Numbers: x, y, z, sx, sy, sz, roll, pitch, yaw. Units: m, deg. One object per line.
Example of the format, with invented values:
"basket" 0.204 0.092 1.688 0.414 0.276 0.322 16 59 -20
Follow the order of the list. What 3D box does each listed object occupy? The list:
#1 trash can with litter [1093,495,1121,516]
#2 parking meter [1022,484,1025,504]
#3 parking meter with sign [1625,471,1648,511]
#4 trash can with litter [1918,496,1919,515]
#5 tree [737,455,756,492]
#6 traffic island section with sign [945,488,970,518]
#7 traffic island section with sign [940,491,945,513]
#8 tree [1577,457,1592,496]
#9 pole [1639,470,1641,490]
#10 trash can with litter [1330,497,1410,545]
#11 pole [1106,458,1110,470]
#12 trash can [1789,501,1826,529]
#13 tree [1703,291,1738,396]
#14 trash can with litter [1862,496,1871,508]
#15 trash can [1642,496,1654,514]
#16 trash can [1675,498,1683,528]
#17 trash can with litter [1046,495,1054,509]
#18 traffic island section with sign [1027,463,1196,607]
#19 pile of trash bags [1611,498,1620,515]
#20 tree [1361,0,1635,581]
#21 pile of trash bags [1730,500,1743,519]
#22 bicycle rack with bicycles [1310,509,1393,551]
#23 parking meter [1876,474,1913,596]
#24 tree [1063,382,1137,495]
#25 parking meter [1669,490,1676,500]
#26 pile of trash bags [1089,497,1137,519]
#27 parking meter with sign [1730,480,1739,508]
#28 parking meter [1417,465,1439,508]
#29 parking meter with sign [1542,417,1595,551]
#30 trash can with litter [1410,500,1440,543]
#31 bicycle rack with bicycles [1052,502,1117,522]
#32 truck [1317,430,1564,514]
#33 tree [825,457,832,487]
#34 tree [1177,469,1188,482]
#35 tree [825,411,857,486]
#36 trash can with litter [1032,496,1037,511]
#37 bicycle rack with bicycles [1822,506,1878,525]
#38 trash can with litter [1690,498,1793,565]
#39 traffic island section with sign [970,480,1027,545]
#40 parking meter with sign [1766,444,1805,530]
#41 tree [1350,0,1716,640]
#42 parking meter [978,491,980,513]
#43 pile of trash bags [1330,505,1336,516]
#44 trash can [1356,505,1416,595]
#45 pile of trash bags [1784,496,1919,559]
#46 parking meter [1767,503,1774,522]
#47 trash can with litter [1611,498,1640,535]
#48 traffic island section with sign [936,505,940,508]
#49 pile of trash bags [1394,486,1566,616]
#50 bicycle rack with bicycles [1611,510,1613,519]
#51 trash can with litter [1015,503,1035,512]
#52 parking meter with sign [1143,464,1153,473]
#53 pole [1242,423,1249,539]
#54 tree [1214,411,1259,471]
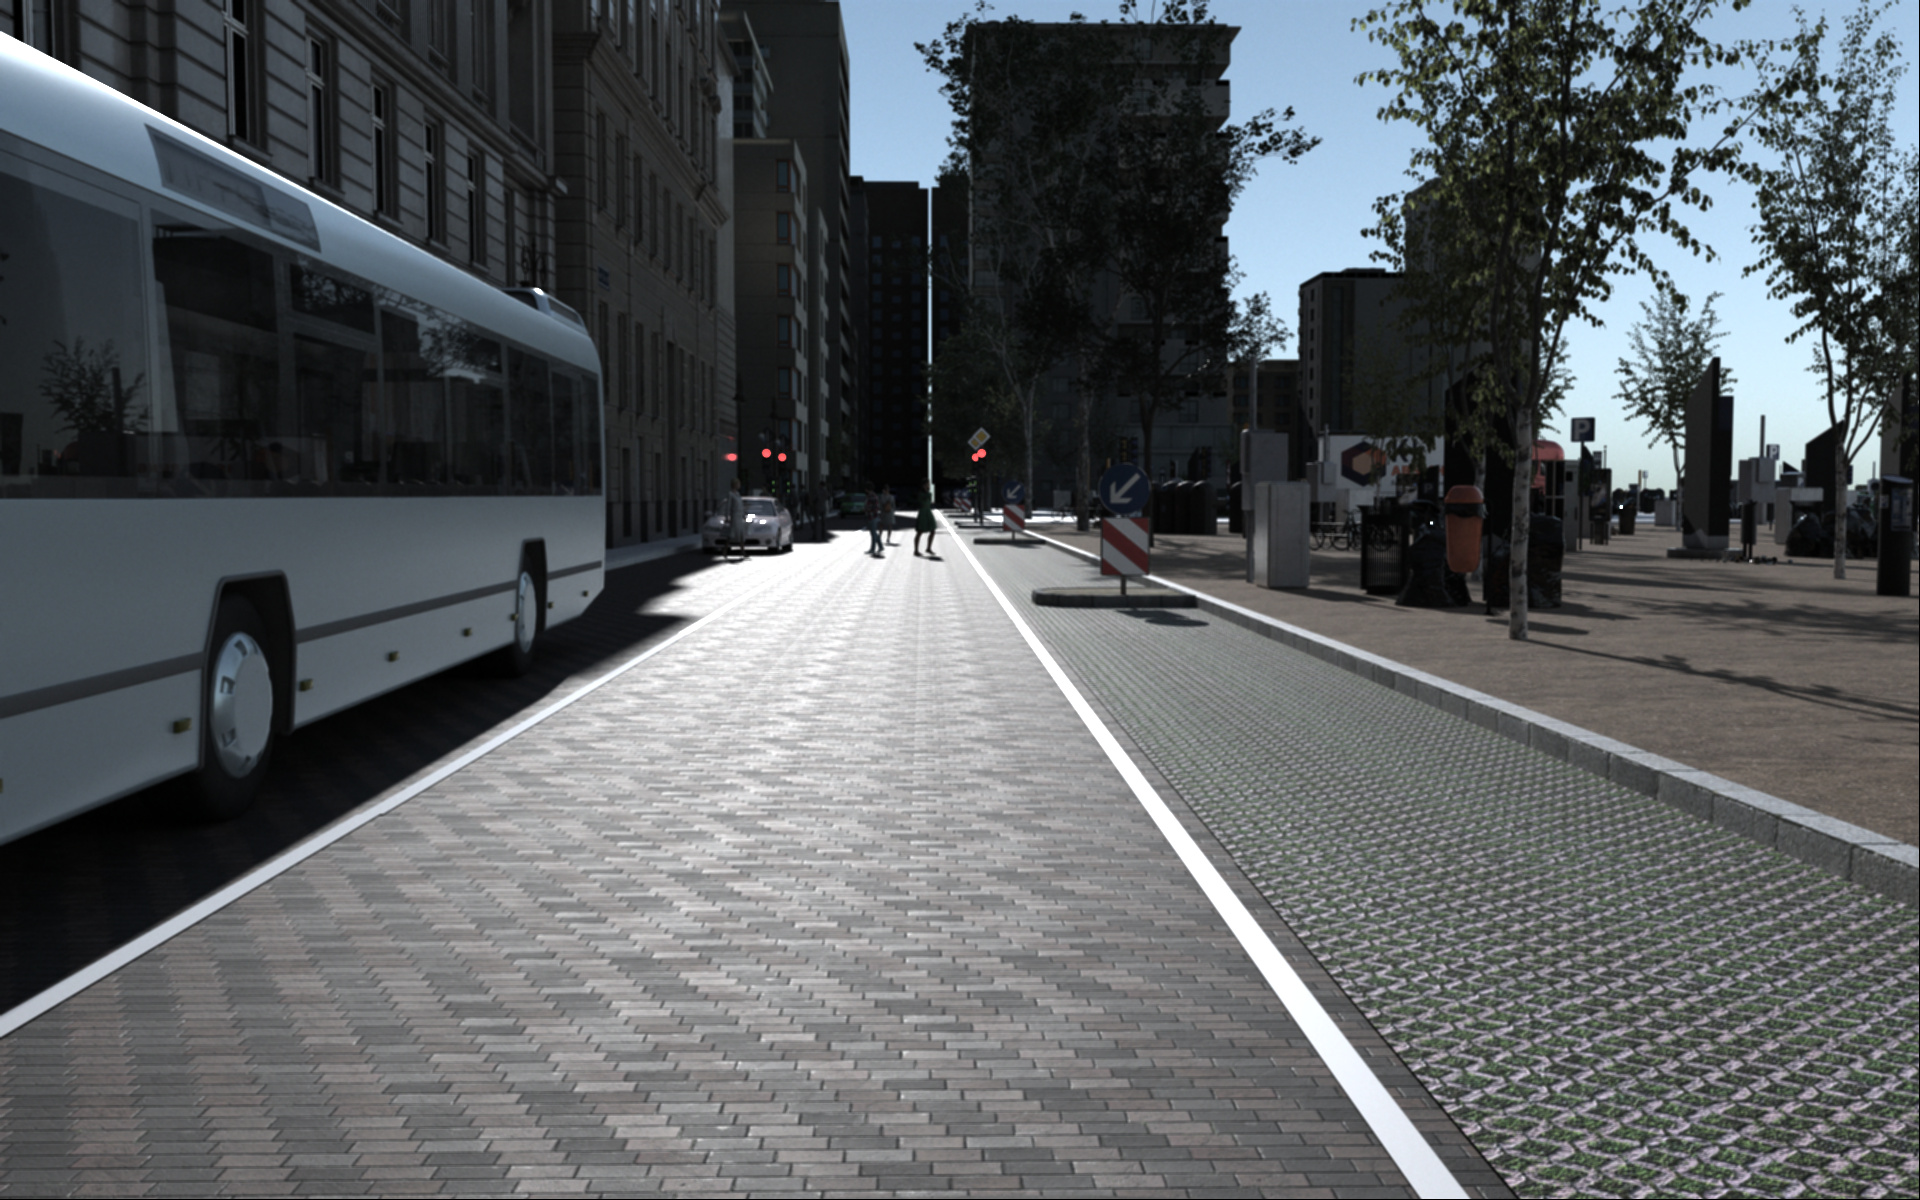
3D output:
"trash can with litter" 8.511 -5.601 102.629 2.233 1.210 1.678 0 4 7
"parking meter" 3.891 -5.926 102.609 0.399 1.863 0.255 -1 4 -15
"parking meter with sign" 50.904 -8.224 130.729 0.543 3.016 1.738 -3 5 -41
"trash can with litter" 63.315 -6.280 113.736 1.678 1.210 2.233 -1 4 -15
"tree" -9.785 -4.831 73.588 1.663 3.219 1.824 0 3 0
"traffic island section with sign" 0.247 -5.907 105.214 1.989 1.847 2.006 0 4 -1
"traffic island section with sign" -0.315 -7.576 132.488 1.989 1.847 2.006 0 4 -1
"tree" 32.395 -5.884 90.798 1.663 3.219 1.824 0 3 0
"pole" 57.748 -9.377 147.156 0.158 3.312 0.155 0 3 0
"trash can with litter" 10.664 -2.037 44.369 1.678 1.210 2.233 2 4 29
"pole" 8.407 -6.389 98.302 0.158 3.312 0.155 0 3 0
"trash can" 18.367 -1.586 37.584 0.748 1.137 0.748 0 3 0
"tree" 24.847 -6.696 59.847 4.737 8.622 4.395 0 3 0
"trash can with litter" 69.018 -7.292 130.282 1.678 1.210 2.233 -1 4 -21
"trash can" 45.247 -6.253 113.886 0.748 1.137 0.748 0 3 0
"trash can" 27.783 -3.350 66.430 0.748 1.137 0.748 0 3 0
"trash can with litter" 7.740 -8.269 146.251 1.678 1.210 2.233 2 4 28
"traffic island section with sign" 1.961 -0.860 22.686 1.989 1.847 2.006 0 4 -1
"pile of trash bags" 38.941 -5.887 106.008 3.447 1.369 1.912 -2 4 -33
"tree" 7.811 -4.605 25.652 4.737 8.622 4.395 0 3 0
"pile of trash bags" 40.475 -4.831 88.734 1.912 1.369 3.447 -2 4 -33
"bicycle rack with bicycles" 9.018 -1.618 39.841 2.852 0.926 2.925 -2 4 -28
"parking meter" 11.835 -0.826 21.923 0.372 1.533 0.369 0 3 0
"tree" 9.164 -9.835 111.160 4.360 8.622 3.978 0 3 0
"parking meter" 44.113 -6.043 107.222 0.372 1.533 0.369 0 3 0
"pile of trash bags" 7.730 -4.904 89.927 3.447 1.369 1.912 1 4 12
"parking meter with sign" 42.200 -6.021 94.704 1.738 3.016 0.543 2 4 33
"parking meter" 9.413 -1.782 34.845 0.399 1.863 0.255 1 4 22
"parking meter with sign" 13.569 -2.619 39.082 1.738 3.016 0.543 -3 4 -39
"trash can with litter" 9.108 -1.359 33.602 0.624 1.170 1.055 3 5 43
"bicycle rack with bicycles" 6.140 -4.182 81.761 2.925 0.926 2.852 2 4 33
"truck" 21.830 -5.415 77.453 11.283 4.237 2.839 0 4 1
"tree" -10.645 -8.430 121.550 4.285 4.588 4.351 0 3 0
"tree" 17.590 -8.595 135.129 1.663 3.219 1.824 0 3 0
"tree" -10.926 -12.392 152.969 4.737 8.622 4.395 0 3 0
"trash can with litter" 5.638 -7.418 132.671 0.624 1.170 1.055 -1 4 -20
"bicycle rack with bicycles" 26.953 -2.386 52.392 2.925 0.926 2.852 -1 4 -13
"trash can with litter" 14.717 -1.306 32.415 1.678 1.210 2.233 1 4 14
"traffic island section with sign" 1.393 -2.508 49.635 1.989 1.847 2.006 0 4 -1
"parking meter with sign" 28.925 -3.911 60.208 0.543 3.016 1.738 -2 4 -25
"tree" 5.167 -3.963 15.162 4.360 8.622 3.978 0 3 0
"parking meter" 1.410 -6.831 120.095 0.372 1.533 0.369 0 3 0
"pile of trash bags" 19.525 -4.892 89.739 1.912 1.369 3.447 -3 4 -37
"trash can" 5.446 -0.644 22.189 0.748 1.137 0.748 0 3 0
"pile of trash bags" 18.702 -1.546 35.032 3.447 1.369 1.912 0 4 1
"parking meter" 37.901 -4.604 80.981 0.255 1.863 0.399 3 5 40
"trash can with litter" 20.627 -2.612 54.095 1.055 1.170 0.624 0 4 -5
"traffic island section with sign" -1.361 -10.651 182.779 1.989 1.847 2.006 0 4 -1
"pile of trash bags" 5.889 -0.611 19.742 1.912 1.369 3.447 1 4 21
"bicycle rack with bicycles" 30.111 -4.280 83.364 2.852 0.926 2.925 -3 5 -40
"trash can with litter" 4.355 -7.027 125.942 2.233 1.210 1.678 0 4 2
"parking meter with sign" 10.797 -6.341 99.934 0.543 3.016 1.738 0 4 2
"pole" 8.239 -3.428 49.892 0.158 3.312 0.155 0 3 0
"tree" 24.659 -12.377 152.725 4.737 8.622 4.395 0 3 0
